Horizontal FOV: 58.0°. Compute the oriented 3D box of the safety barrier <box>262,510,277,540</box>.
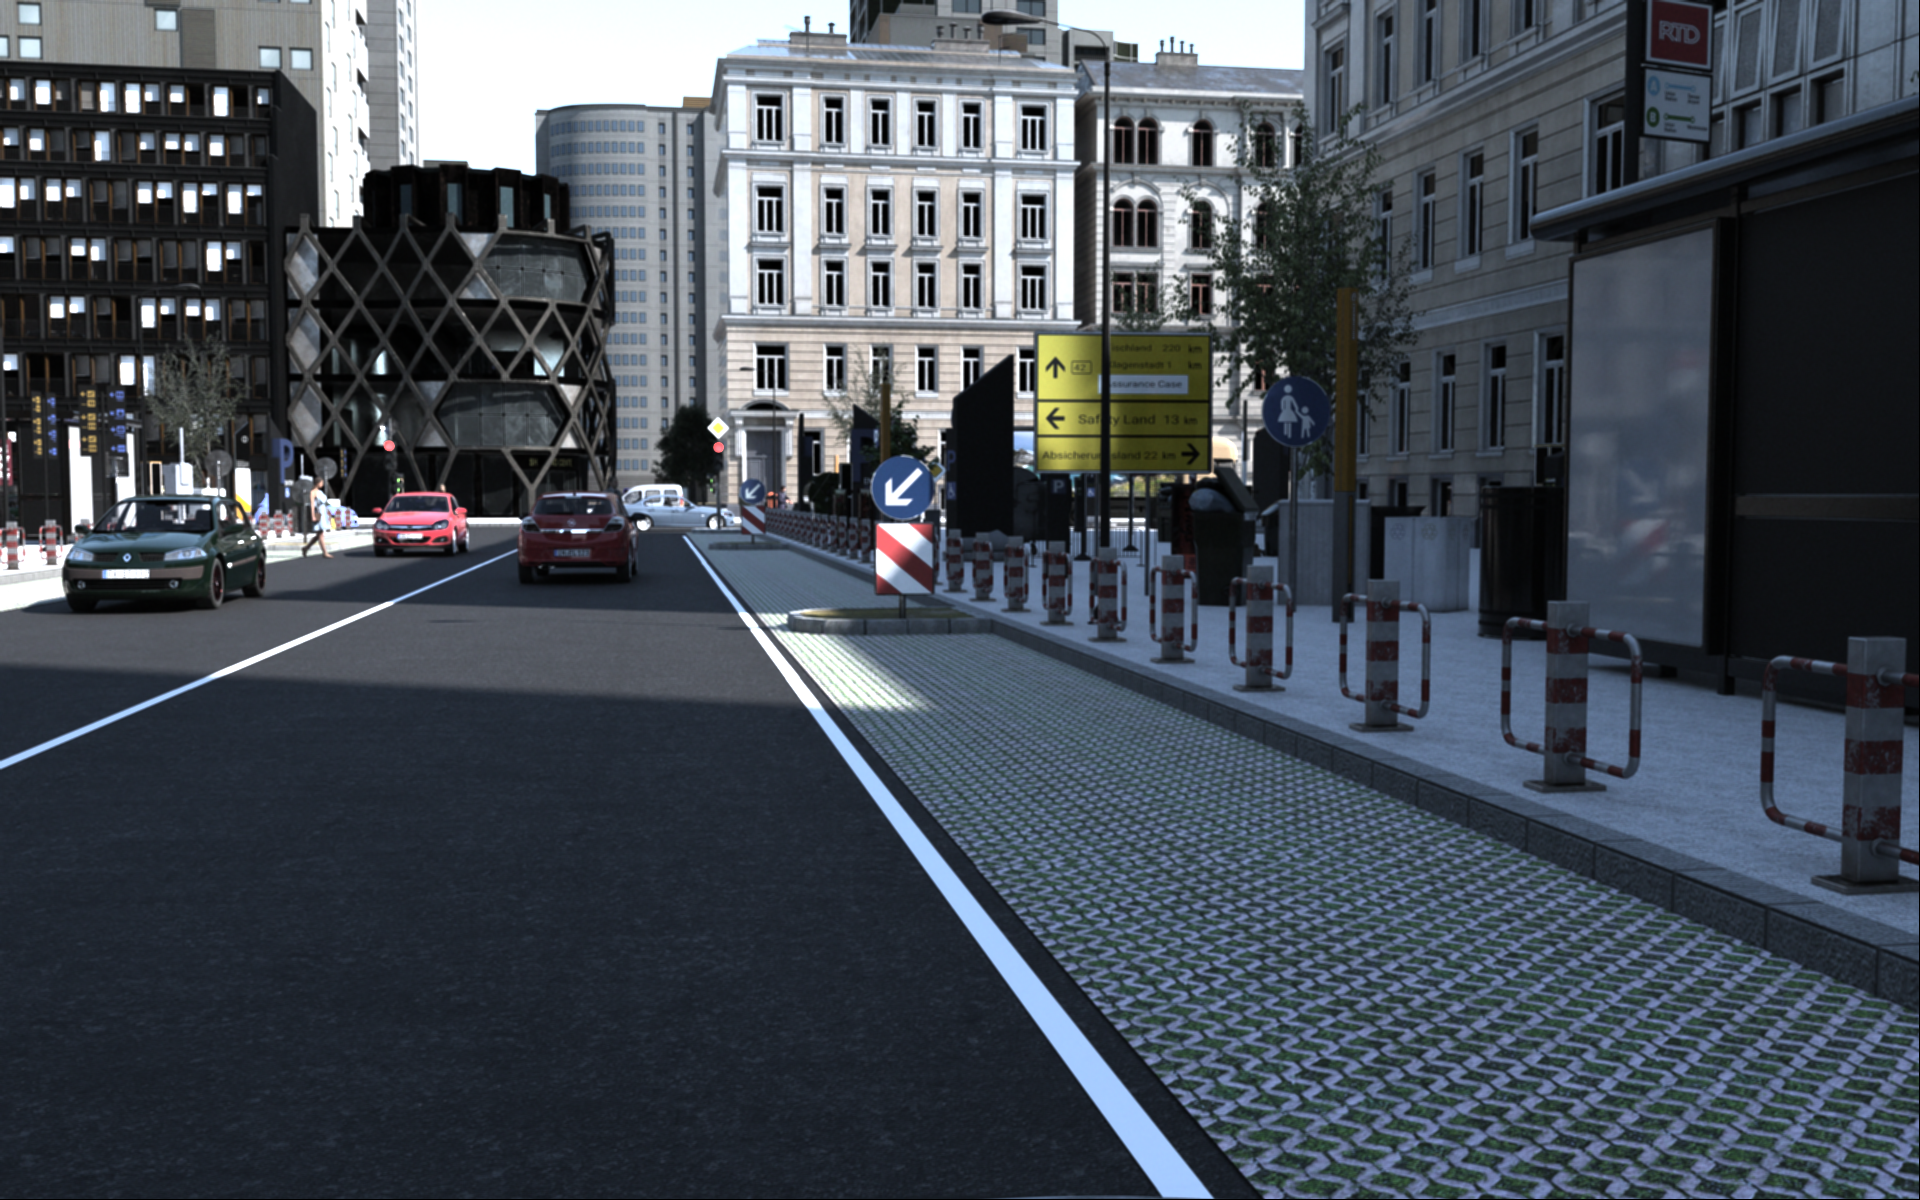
[{"bbox_3d":[-19.266,-2.060,47.952,0.300,0.817,1.120,-1,4,-10],"label":"safety barrier"}]

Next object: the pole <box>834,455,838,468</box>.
[{"bbox_3d":[-6.511,-5.956,91.229,0.158,3.312,0.155,0,3,0],"label":"pole"}]

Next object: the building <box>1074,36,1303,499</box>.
[{"bbox_3d":[17.421,-19.427,105.020,23.554,28.519,14.401,-1,4,-10],"label":"building"}]

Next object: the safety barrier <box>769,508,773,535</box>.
[{"bbox_3d":[-5.787,-2.479,54.811,0.300,0.817,1.120,-1,4,-10],"label":"safety barrier"}]

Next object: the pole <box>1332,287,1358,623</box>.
[{"bbox_3d":[3.835,-1.431,17.232,0.158,3.312,0.155,0,3,0],"label":"pole"}]

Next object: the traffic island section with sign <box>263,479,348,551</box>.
[{"bbox_3d":[-16.817,-2.185,44.356,1.989,1.847,2.006,-1,4,-10],"label":"traffic island section with sign"}]

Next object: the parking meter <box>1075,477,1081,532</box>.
[{"bbox_3d":[3.996,-3.211,58.212,0.255,1.863,0.399,-1,4,-11],"label":"parking meter"}]

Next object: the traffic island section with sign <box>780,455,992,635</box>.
[{"bbox_3d":[-0.817,-0.601,18.449,1.989,1.847,2.006,-1,4,-10],"label":"traffic island section with sign"}]

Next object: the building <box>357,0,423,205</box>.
[{"bbox_3d":[-70.031,-45.877,188.336,20.611,71.187,20.563,-1,4,-10],"label":"building"}]

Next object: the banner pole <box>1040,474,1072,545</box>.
[{"bbox_3d":[2.419,-3.303,44.021,0.863,3.779,0.401,1,4,13],"label":"banner pole"}]

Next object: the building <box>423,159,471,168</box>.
[{"bbox_3d":[-72.852,-38.531,253.681,21.600,48.544,21.300,-1,4,-10],"label":"building"}]

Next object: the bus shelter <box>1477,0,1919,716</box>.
[{"bbox_3d":[5.557,-2.071,11.500,2.179,5.291,8.768,-1,4,-10],"label":"bus shelter"}]

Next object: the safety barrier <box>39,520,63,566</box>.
[{"bbox_3d":[-16.241,-1.020,30.949,0.300,0.817,1.120,-1,4,-10],"label":"safety barrier"}]

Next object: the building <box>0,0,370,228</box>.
[{"bbox_3d":[-68.303,-34.585,154.710,28.713,52.752,27.495,-1,4,-10],"label":"building"}]

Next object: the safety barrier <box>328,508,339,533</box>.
[{"bbox_3d":[-20.948,-2.638,57.407,0.300,0.817,1.120,-1,4,-10],"label":"safety barrier"}]

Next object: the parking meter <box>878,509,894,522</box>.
[{"bbox_3d":[-1.885,-2.334,43.872,0.399,1.863,0.255,-2,4,-23],"label":"parking meter"}]

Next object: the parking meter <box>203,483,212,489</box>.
[{"bbox_3d":[-38.316,-5.047,88.230,0.399,1.863,0.255,2,4,32],"label":"parking meter"}]

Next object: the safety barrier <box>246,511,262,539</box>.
[{"bbox_3d":[-18.929,-1.944,46.056,0.300,0.817,1.120,-1,4,-10],"label":"safety barrier"}]

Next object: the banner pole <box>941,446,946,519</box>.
[{"bbox_3d":[-0.734,-6.083,89.477,0.401,3.779,0.863,-1,4,-16],"label":"banner pole"}]

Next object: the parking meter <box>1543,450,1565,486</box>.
[{"bbox_3d":[7.934,-1.054,22.938,0.399,1.863,0.255,-2,4,-27],"label":"parking meter"}]

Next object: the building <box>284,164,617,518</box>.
[{"bbox_3d":[-28.073,-14.119,98.299,16.811,18.784,16.820,-1,4,-10],"label":"building"}]

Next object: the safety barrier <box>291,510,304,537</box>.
[{"bbox_3d":[-19.942,-2.291,51.733,0.300,0.817,1.120,-1,4,-10],"label":"safety barrier"}]

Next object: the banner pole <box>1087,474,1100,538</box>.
[{"bbox_3d":[3.904,-3.678,50.157,0.863,3.779,0.401,2,4,25],"label":"banner pole"}]

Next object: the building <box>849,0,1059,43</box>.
[{"bbox_3d":[-2.218,-45.247,178.037,20.563,71.187,20.611,-1,4,-10],"label":"building"}]

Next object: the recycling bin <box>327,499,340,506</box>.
[{"bbox_3d":[-30.143,-4.294,82.761,0.722,1.027,0.722,2,4,30],"label":"recycling bin"}]

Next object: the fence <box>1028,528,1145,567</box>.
[{"bbox_3d":[2.254,-0.936,30.682,2.069,0.683,0.278,-1,4,-9],"label":"fence"}]

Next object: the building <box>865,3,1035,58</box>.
[{"bbox_3d":[-1.515,-31.250,161.043,14.600,45.320,14.200,-1,4,-10],"label":"building"}]

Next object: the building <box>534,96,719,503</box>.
[{"bbox_3d":[-48.288,-43.789,257.952,28.212,58.520,21.231,-1,4,-10],"label":"building"}]

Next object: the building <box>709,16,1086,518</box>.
[{"bbox_3d":[-4.145,-19.262,100.844,20.117,28.700,13.634,-1,4,-10],"label":"building"}]

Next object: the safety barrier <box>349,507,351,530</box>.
[{"bbox_3d":[-21.624,-2.870,61.192,0.300,0.817,1.120,-1,4,-10],"label":"safety barrier"}]

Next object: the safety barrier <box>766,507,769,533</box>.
[{"bbox_3d":[-6.124,-2.595,56.705,0.300,0.817,1.120,-1,4,-10],"label":"safety barrier"}]

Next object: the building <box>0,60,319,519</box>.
[{"bbox_3d":[-43.903,-16.129,93.392,15.834,23.373,12.332,-1,4,-10],"label":"building"}]

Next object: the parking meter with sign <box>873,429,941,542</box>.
[{"bbox_3d":[-1.404,-3.067,46.404,1.738,3.016,0.543,-1,4,-18],"label":"parking meter with sign"}]

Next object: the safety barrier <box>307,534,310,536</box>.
[{"bbox_3d":[-20.275,-2.407,53.631,0.300,0.817,1.120,-1,4,-10],"label":"safety barrier"}]

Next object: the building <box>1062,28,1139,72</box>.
[{"bbox_3d":[17.253,-50.859,269.794,20.611,71.187,20.563,-1,4,-10],"label":"building"}]

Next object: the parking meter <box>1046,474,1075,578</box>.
[{"bbox_3d":[1.510,-1.264,26.383,0.399,1.863,0.255,0,4,2],"label":"parking meter"}]

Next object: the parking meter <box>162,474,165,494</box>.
[{"bbox_3d":[-20.352,-2.334,43.878,0.399,1.863,0.255,2,4,28],"label":"parking meter"}]

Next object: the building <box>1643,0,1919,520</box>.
[{"bbox_3d":[20.341,-12.545,23.129,12.078,24.808,19.932,-1,4,-10],"label":"building"}]

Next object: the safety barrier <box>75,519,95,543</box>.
[{"bbox_3d":[-16.581,-1.136,32.845,0.300,0.817,1.120,-1,4,-10],"label":"safety barrier"}]

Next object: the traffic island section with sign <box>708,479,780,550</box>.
[{"bbox_3d":[-5.528,-2.224,44.991,1.989,1.847,2.006,-1,4,-10],"label":"traffic island section with sign"}]

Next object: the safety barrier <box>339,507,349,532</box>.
[{"bbox_3d":[-21.284,-2.754,59.296,0.300,0.817,1.120,-1,4,-10],"label":"safety barrier"}]

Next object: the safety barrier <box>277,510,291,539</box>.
[{"bbox_3d":[-19.603,-2.175,49.840,0.300,0.817,1.120,-1,4,-10],"label":"safety barrier"}]

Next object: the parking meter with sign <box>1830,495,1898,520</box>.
[{"bbox_3d":[11.802,-1.620,22.754,1.738,3.016,0.543,-2,4,-30],"label":"parking meter with sign"}]

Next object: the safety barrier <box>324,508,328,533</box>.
[{"bbox_3d":[-20.613,-2.523,55.520,0.300,0.817,1.120,-1,4,-10],"label":"safety barrier"}]

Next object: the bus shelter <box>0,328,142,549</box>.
[{"bbox_3d":[-23.376,-4.089,44.489,2.179,5.291,8.768,-1,4,-10],"label":"bus shelter"}]

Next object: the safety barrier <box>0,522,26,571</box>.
[{"bbox_3d":[-15.901,-0.904,29.061,0.300,0.817,1.120,-1,4,-10],"label":"safety barrier"}]

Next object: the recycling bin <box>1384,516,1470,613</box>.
[{"bbox_3d":[5.158,-0.402,19.131,0.722,1.027,0.722,3,4,39],"label":"recycling bin"}]

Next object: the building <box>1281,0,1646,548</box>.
[{"bbox_3d":[17.906,-15.724,42.995,13.634,28.700,20.117,-1,4,-10],"label":"building"}]

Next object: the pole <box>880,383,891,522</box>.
[{"bbox_3d":[-1.380,-2.337,32.053,0.158,3.312,0.155,0,3,0],"label":"pole"}]
